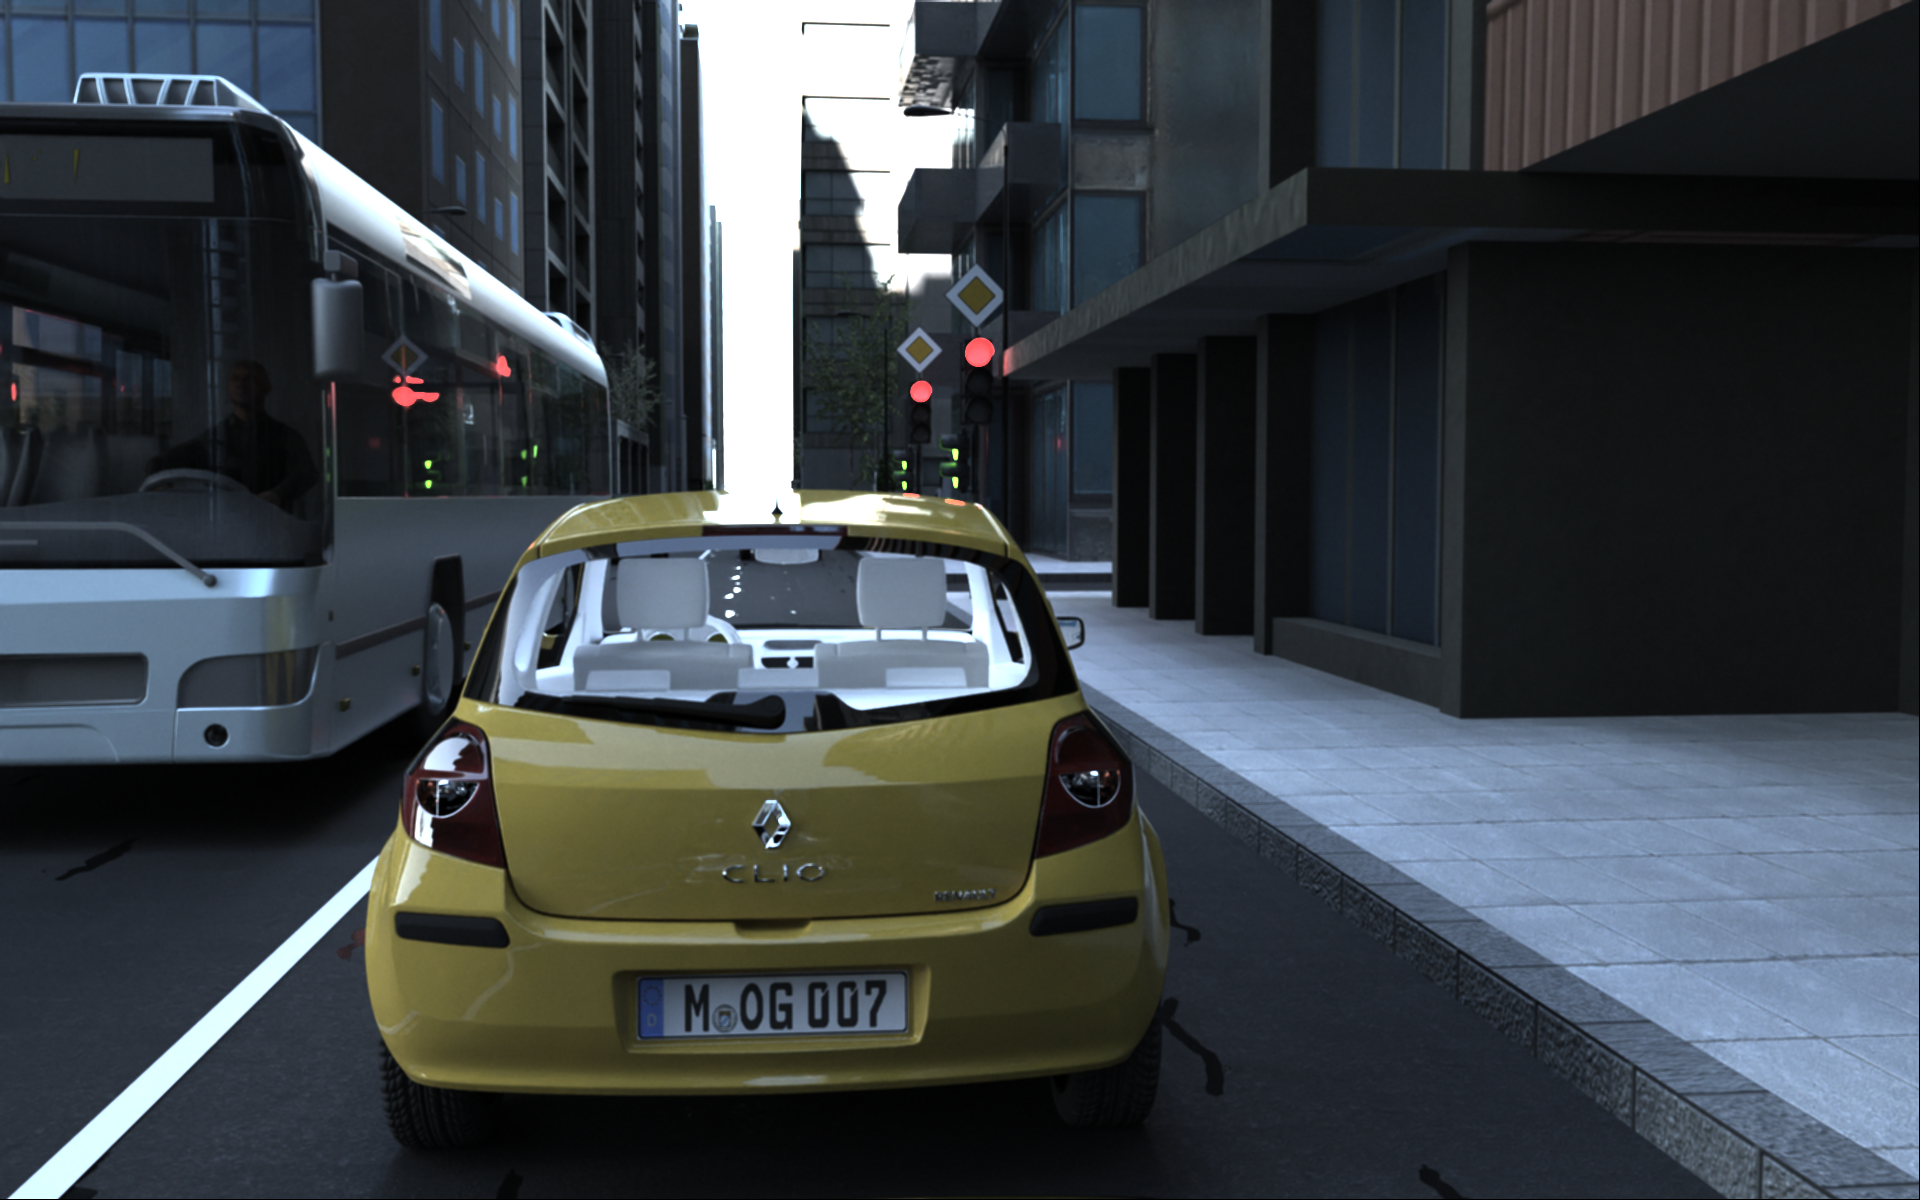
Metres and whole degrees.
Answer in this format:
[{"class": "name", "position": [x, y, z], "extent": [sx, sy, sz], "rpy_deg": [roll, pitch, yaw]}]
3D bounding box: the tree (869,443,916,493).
[{"class": "tree", "position": [-2.550, -3.950, 59.185], "extent": [1.663, 3.219, 1.824], "rpy_deg": [0, 3, 0]}]

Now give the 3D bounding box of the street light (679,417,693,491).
[{"class": "street light", "position": [-16.993, -8.078, 104.614], "extent": [1.470, 5.913, 1.316], "rpy_deg": [0, 4, -6]}]

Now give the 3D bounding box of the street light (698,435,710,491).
[{"class": "street light", "position": [-20.486, -9.941, 135.069], "extent": [1.470, 5.913, 1.316], "rpy_deg": [0, 4, -6]}]

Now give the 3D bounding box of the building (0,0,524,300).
[{"class": "building", "position": [-18.125, -23.793, 39.124], "extent": [14.600, 45.320, 14.200], "rpy_deg": [0, 4, -6]}]

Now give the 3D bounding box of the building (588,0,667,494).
[{"class": "building", "position": [-23.385, -19.637, 92.769], "extent": [14.160, 30.474, 14.107], "rpy_deg": [0, 4, -6]}]

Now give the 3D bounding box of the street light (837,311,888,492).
[{"class": "street light", "position": [-2.429, -4.382, 44.183], "extent": [1.470, 5.913, 1.316], "rpy_deg": [0, 4, -6]}]

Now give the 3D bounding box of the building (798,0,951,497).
[{"class": "building", "position": [0.723, -23.472, 67.369], "extent": [14.154, 41.232, 14.086], "rpy_deg": [0, 4, -6]}]

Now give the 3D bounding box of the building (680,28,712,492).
[{"class": "building", "position": [-31.867, -31.667, 167.864], "extent": [14.600, 45.320, 14.200], "rpy_deg": [0, 4, -6]}]

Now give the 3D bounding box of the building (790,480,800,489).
[{"class": "building", "position": [-6.991, -33.389, 237.792], "extent": [32.217, 40.220, 23.993], "rpy_deg": [0, 4, -6]}]

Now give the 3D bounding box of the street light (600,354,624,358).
[{"class": "street light", "position": [-11.865, -5.207, 57.668], "extent": [1.470, 5.913, 1.316], "rpy_deg": [0, 4, -6]}]

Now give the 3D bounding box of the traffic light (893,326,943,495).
[{"class": "traffic light", "position": [-0.701, -2.460, 29.138], "extent": [0.839, 4.253, 0.868], "rpy_deg": [0, 4, -6]}]

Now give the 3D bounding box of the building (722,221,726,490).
[{"class": "building", "position": [-41.391, -34.711, 251.114], "extent": [14.154, 41.232, 14.086], "rpy_deg": [0, 4, -6]}]

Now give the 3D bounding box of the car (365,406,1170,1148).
[{"class": "car", "position": [-0.530, 0.302, 5.282], "extent": [2.015, 1.641, 3.980], "rpy_deg": [0, 4, -5]}]

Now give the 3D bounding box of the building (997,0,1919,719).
[{"class": "building", "position": [12.682, -21.560, 7.132], "extent": [22.147, 44.769, 28.867], "rpy_deg": [0, 4, -6]}]

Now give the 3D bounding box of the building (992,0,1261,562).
[{"class": "building", "position": [13.664, -25.837, 42.042], "extent": [30.456, 49.044, 23.786], "rpy_deg": [0, 4, -6]}]

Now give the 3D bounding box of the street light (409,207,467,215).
[{"class": "street light", "position": [-8.676, -3.400, 28.135], "extent": [1.470, 5.913, 1.316], "rpy_deg": [0, 4, -6]}]

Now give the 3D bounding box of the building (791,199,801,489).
[{"class": "building", "position": [-17.882, -37.045, 255.800], "extent": [14.600, 45.320, 14.200], "rpy_deg": [0, 4, -6]}]

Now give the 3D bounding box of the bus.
[{"class": "bus", "position": [-4.447, -1.072, 12.388], "extent": [2.948, 3.499, 13.247], "rpy_deg": [0, 4, -6]}]

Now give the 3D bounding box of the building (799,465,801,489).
[{"class": "building", "position": [-2.601, -42.852, 138.875], "extent": [20.563, 71.187, 20.611], "rpy_deg": [0, 4, -6]}]

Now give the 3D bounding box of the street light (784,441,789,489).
[{"class": "street light", "position": [-14.284, -10.889, 150.582], "extent": [1.470, 5.913, 1.316], "rpy_deg": [0, 4, -6]}]

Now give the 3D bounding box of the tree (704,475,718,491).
[{"class": "tree", "position": [-25.887, -11.313, 179.568], "extent": [1.663, 3.219, 1.824], "rpy_deg": [0, 3, 0]}]

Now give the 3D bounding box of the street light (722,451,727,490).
[{"class": "street light", "position": [-26.205, -13.109, 186.875], "extent": [1.470, 5.913, 1.316], "rpy_deg": [0, 4, -6]}]

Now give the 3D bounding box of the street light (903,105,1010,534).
[{"class": "street light", "position": [0.016, -2.960, 20.931], "extent": [1.470, 5.913, 1.316], "rpy_deg": [0, 4, -6]}]

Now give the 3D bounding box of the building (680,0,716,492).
[{"class": "building", "position": [-41.368, -55.037, 212.521], "extent": [22.319, 86.520, 31.000], "rpy_deg": [0, 4, -6]}]

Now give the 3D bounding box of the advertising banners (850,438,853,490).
[{"class": "advertising banners", "position": [-3.293, -3.437, 52.379], "extent": [0.090, 3.025, 2.074], "rpy_deg": [0, 4, -4]}]

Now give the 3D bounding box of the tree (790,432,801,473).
[{"class": "tree", "position": [-16.956, -14.881, 193.663], "extent": [4.360, 8.622, 3.978], "rpy_deg": [0, 3, 0]}]

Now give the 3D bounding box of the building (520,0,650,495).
[{"class": "building", "position": [-22.398, -38.234, 63.376], "extent": [20.563, 71.187, 20.611], "rpy_deg": [0, 4, -6]}]

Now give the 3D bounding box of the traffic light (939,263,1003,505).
[{"class": "traffic light", "position": [0.176, -1.974, 21.201], "extent": [0.839, 4.253, 0.868], "rpy_deg": [0, 4, -6]}]

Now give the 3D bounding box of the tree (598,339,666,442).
[{"class": "tree", "position": [-15.881, -8.009, 81.308], "extent": [4.360, 8.622, 3.978], "rpy_deg": [0, 3, 0]}]

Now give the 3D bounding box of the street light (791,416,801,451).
[{"class": "street light", "position": [-9.169, -8.003, 103.398], "extent": [1.470, 5.913, 1.316], "rpy_deg": [0, 4, -6]}]

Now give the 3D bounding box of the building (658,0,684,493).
[{"class": "building", "position": [-29.816, -35.030, 114.742], "extent": [21.231, 58.520, 28.212], "rpy_deg": [0, 4, -6]}]

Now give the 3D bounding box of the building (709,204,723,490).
[{"class": "building", "position": [-40.269, -33.827, 236.662], "extent": [14.154, 41.232, 14.086], "rpy_deg": [0, 4, -6]}]

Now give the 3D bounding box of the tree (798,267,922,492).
[{"class": "tree", "position": [-2.992, -6.428, 55.467], "extent": [4.737, 8.622, 4.395], "rpy_deg": [0, 3, 0]}]

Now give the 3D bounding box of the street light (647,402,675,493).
[{"class": "street light", "position": [-15.127, -7.000, 86.994], "extent": [1.470, 5.913, 1.316], "rpy_deg": [0, 4, -6]}]

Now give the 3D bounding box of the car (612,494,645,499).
[{"class": "car", "position": [-7.267, -1.565, 37.389], "extent": [2.131, 1.459, 4.920], "rpy_deg": [0, 4, -7]}]

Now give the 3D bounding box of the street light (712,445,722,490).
[{"class": "street light", "position": [-23.640, -11.741, 164.512], "extent": [1.470, 5.913, 1.316], "rpy_deg": [0, 4, -6]}]

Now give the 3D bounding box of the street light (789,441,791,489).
[{"class": "street light", "position": [-11.042, -9.095, 121.243], "extent": [1.470, 5.913, 1.316], "rpy_deg": [0, 4, -6]}]

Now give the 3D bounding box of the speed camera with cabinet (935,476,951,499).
[{"class": "speed camera with cabinet", "position": [-0.418, -3.789, 56.280], "extent": [0.660, 3.252, 2.038], "rpy_deg": [0, 4, -7]}]
